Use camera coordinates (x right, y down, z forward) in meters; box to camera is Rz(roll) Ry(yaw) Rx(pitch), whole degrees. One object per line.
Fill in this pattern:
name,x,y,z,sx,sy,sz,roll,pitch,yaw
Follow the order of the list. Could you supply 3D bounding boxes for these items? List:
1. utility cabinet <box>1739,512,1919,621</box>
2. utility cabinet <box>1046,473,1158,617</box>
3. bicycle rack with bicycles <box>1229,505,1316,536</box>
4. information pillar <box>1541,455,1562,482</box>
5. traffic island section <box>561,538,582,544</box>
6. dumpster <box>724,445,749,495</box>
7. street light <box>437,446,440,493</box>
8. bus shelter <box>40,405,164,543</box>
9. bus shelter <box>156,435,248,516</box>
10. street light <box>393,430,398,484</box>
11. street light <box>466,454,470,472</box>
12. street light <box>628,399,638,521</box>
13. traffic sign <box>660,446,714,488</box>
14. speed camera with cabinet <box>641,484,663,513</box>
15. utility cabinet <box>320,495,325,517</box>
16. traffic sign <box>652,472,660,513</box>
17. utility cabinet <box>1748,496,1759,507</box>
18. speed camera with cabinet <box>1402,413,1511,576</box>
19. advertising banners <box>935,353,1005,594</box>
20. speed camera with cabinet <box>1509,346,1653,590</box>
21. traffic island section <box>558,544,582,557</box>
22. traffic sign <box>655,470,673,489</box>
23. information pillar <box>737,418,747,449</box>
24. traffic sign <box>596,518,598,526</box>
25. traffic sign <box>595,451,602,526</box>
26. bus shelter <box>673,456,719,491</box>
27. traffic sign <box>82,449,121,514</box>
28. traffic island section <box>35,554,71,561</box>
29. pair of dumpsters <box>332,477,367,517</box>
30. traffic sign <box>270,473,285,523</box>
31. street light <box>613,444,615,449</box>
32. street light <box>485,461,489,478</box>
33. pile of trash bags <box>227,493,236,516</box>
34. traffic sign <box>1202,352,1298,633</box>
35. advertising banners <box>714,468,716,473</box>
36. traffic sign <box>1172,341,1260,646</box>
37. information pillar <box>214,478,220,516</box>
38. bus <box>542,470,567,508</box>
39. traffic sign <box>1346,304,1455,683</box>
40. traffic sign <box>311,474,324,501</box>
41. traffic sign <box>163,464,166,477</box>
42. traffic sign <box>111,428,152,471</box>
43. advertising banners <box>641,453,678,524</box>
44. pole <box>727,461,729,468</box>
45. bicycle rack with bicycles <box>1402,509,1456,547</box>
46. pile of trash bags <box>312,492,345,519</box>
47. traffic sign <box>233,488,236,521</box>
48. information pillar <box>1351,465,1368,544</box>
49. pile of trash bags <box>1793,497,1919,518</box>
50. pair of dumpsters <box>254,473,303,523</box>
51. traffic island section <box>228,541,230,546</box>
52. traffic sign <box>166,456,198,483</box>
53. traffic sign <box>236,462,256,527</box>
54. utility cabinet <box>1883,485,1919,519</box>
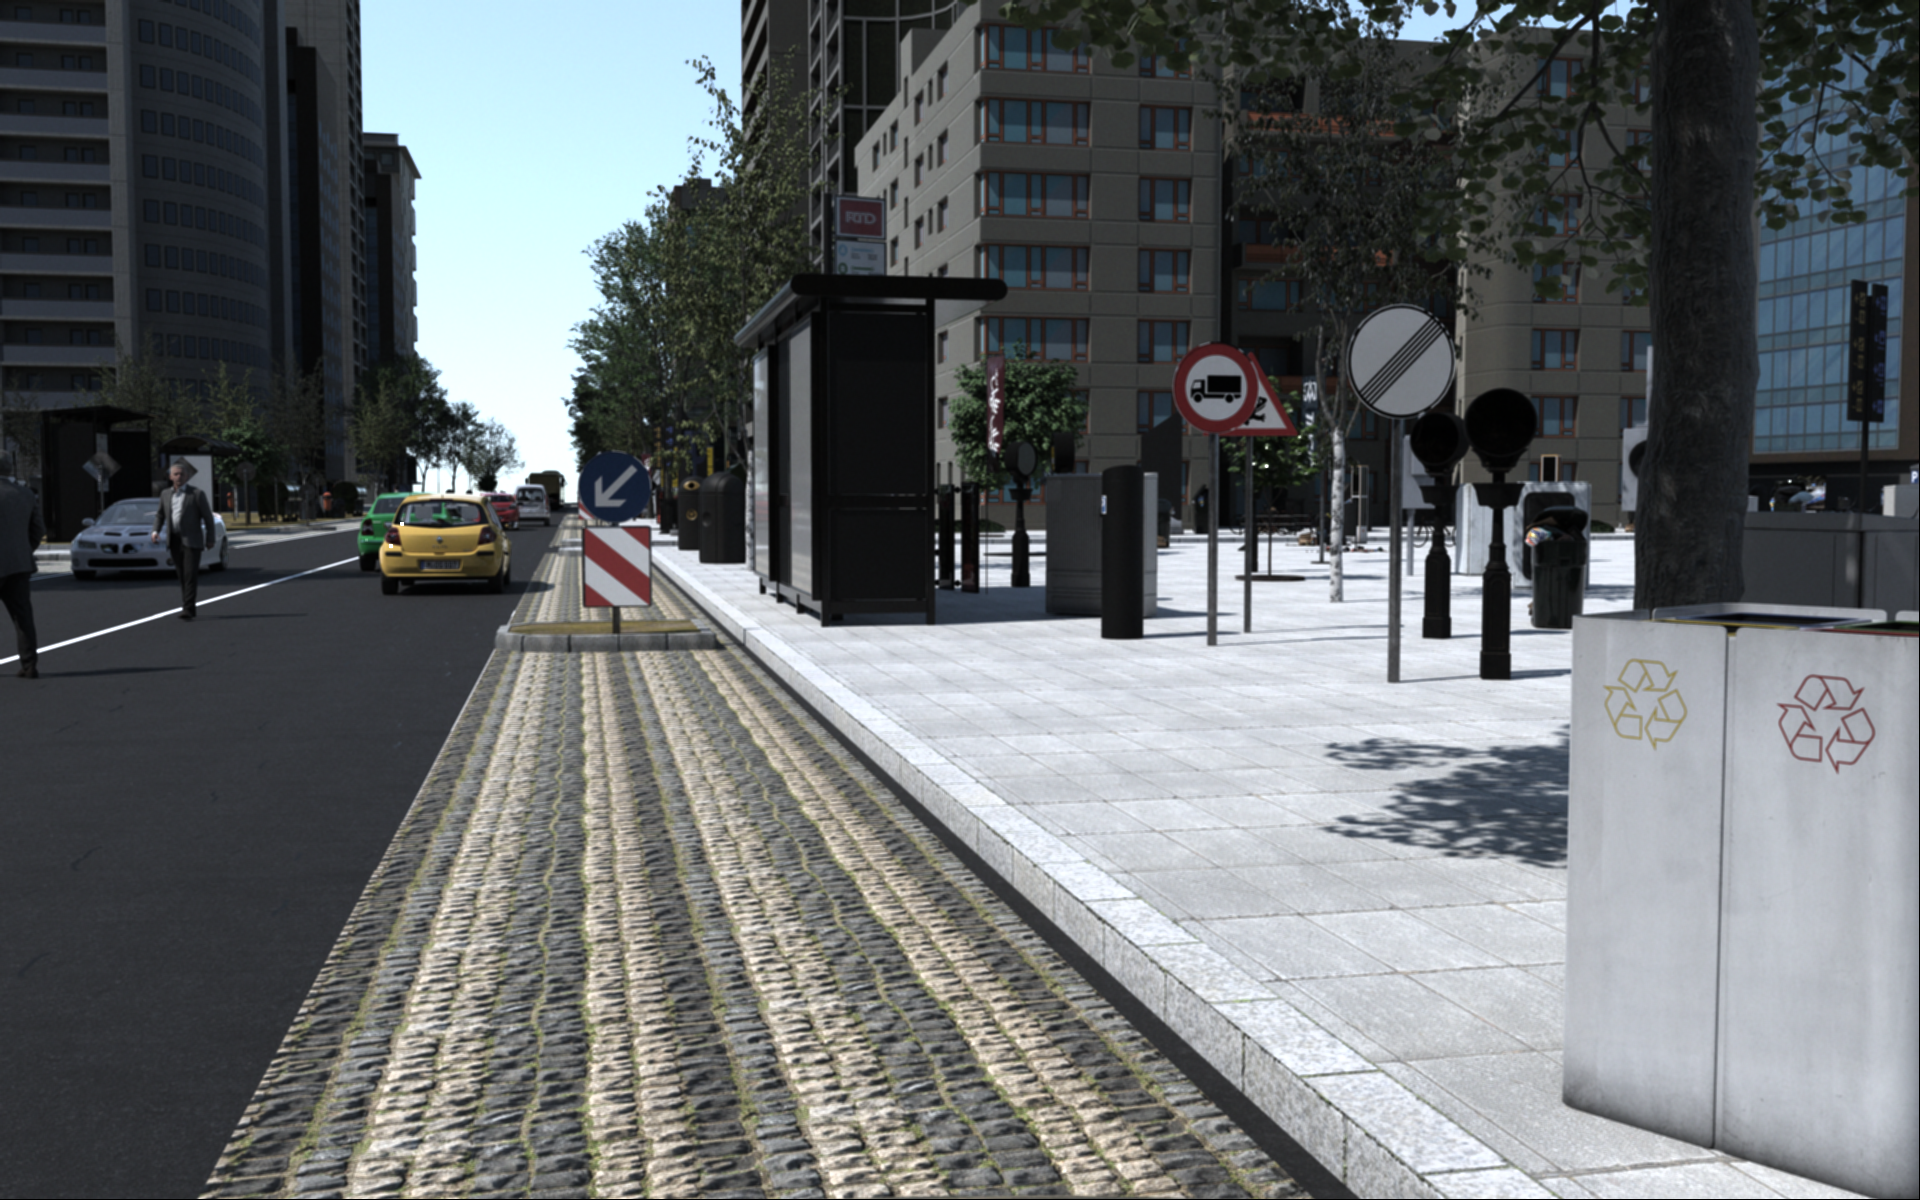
utility cabinet,3.034,0.294,6.361,0.306,1.237,1.020,-1,4,-15
utility cabinet,1.472,-0.579,18.140,1.173,1.500,0.318,2,4,34
bicycle rack with bicycles,9.852,-2.520,54.582,2.925,0.926,2.852,2,4,29
information pillar,11.114,-1.719,32.602,0.304,2.012,0.304,2,4,32
traffic island section,-10.135,-1.604,48.512,2.009,0.180,2.903,-1,4,-12
dumpster,-4.215,-2.024,35.585,1.502,2.255,1.985,-1,4,-12
street light,-47.641,-11.340,158.193,0.468,5.910,1.993,-1,4,-12
bus shelter,-23.878,-3.497,48.464,1.731,3.624,6.357,-1,4,-12
bus shelter,-27.088,-4.173,62.146,2.014,3.302,5.546,-1,4,-12
street light,-39.407,-9.063,120.972,0.468,5.910,1.993,-1,4,-12
street light,-57.218,-14.007,201.806,0.468,5.910,1.993,-1,4,-12
street light,-15.671,-6.751,83.168,0.468,5.910,1.993,-1,4,-12
traffic sign,-11.602,-4.881,73.674,2.265,3.308,0.079,-1,4,-11
speed camera with cabinet,-18.432,-6.623,102.616,2.038,3.252,0.660,1,4,10
utility cabinet,-34.414,-5.036,93.502,0.306,1.237,1.020,-1,4,-21
traffic sign,-17.723,-6.170,100.986,0.768,2.556,0.104,-1,4,-11
utility cabinet,26.817,-2.926,59.004,1.020,1.237,0.306,-3,5,-40
speed camera with cabinet,7.875,-2.016,27.291,2.038,3.252,0.660,0,4,-4
advertising banners,0.122,-1.612,22.536,0.090,3.025,2.074,-2,4,-25
speed camera with cabinet,8.528,-1.770,23.279,2.038,3.252,0.660,1,4,19
traffic island section,-8.411,-1.127,40.714,2.009,0.180,2.903,-1,4,-12
traffic sign,-17.915,-6.734,103.968,2.265,3.308,0.079,-1,4,-9
information pillar,-6.715,-3.796,53.419,0.183,3.616,0.504,-3,4,-38
traffic sign,-10.156,-2.739,48.429,0.795,2.450,0.064,-1,4,-12
traffic sign,-8.432,-2.262,40.632,0.795,2.450,0.064,-1,4,-12
bus shelter,-12.374,-5.273,80.144,2.014,3.302,5.546,-1,4,-12
traffic sign,-18.978,-2.122,38.331,0.795,2.450,0.064,-1,4,-12
traffic island section,-18.999,-0.985,38.387,2.009,0.180,2.903,-1,4,-12
pair of dumpsters,-34.867,-5.889,98.778,1.574,2.255,4.437,-1,4,-12
traffic sign,-30.267,-4.683,76.675,0.768,2.556,0.104,0,4,-7
street light,-24.269,-9.094,121.467,0.468,5.910,1.993,-1,4,-12
street light,-65.460,-16.319,239.598,0.468,5.910,1.993,-1,4,-12
pile of trash bags,-43.846,-5.567,100.768,3.447,1.369,1.912,-2,4,-29
traffic sign,2.659,-0.975,15.951,0.884,2.594,0.081,0,4,-4
advertising banners,-16.047,-7.394,117.075,2.074,3.025,0.090,-2,4,-33
traffic sign,2.134,-0.885,14.583,0.768,2.556,0.104,-1,4,-12
information pillar,-34.553,-4.643,80.412,0.304,2.012,0.304,-3,5,-39
bus,-42.696,-11.556,180.494,2.896,3.916,12.252,-1,4,-10
traffic sign,2.953,-0.710,11.716,0.768,2.556,0.104,-1,4,-9
traffic sign,-40.057,-6.602,108.044,0.768,2.556,0.104,0,4,-8
traffic sign,-30.326,-4.077,66.764,0.768,2.556,0.104,0,4,-4
traffic sign,-25.981,-3.626,53.151,2.265,3.308,0.079,0,4,-4
advertising banners,-12.809,-4.785,74.421,2.074,3.025,0.090,1,4,23
pole,-14.190,-6.864,106.077,0.158,3.312,0.155,0,3,0
bicycle rack with bicycles,11.956,-1.719,41.490,2.925,0.926,2.852,-3,4,-36
pile of trash bags,-33.116,-4.939,90.502,1.912,1.369,3.447,-2,4,-24
traffic sign,-34.466,-5.023,82.229,0.768,2.556,0.104,0,4,-8
information pillar,10.290,-2.454,44.612,0.304,2.012,0.304,-2,4,-35
pile of trash bags,14.327,-1.047,26.870,3.447,1.369,1.912,-1,4,-22
pair of dumpsters,-31.301,-4.714,79.569,1.574,2.255,4.437,-1,4,-12
traffic island section,-20.722,-1.462,46.185,2.009,0.180,2.903,-1,4,-12
traffic sign,-20.701,-2.599,46.128,0.795,2.450,0.064,-1,4,-12
traffic sign,-28.147,-4.170,68.279,0.768,2.556,0.104,0,4,-3
utility cabinet,22.934,-2.049,42.186,1.173,1.500,0.318,-2,4,-32
